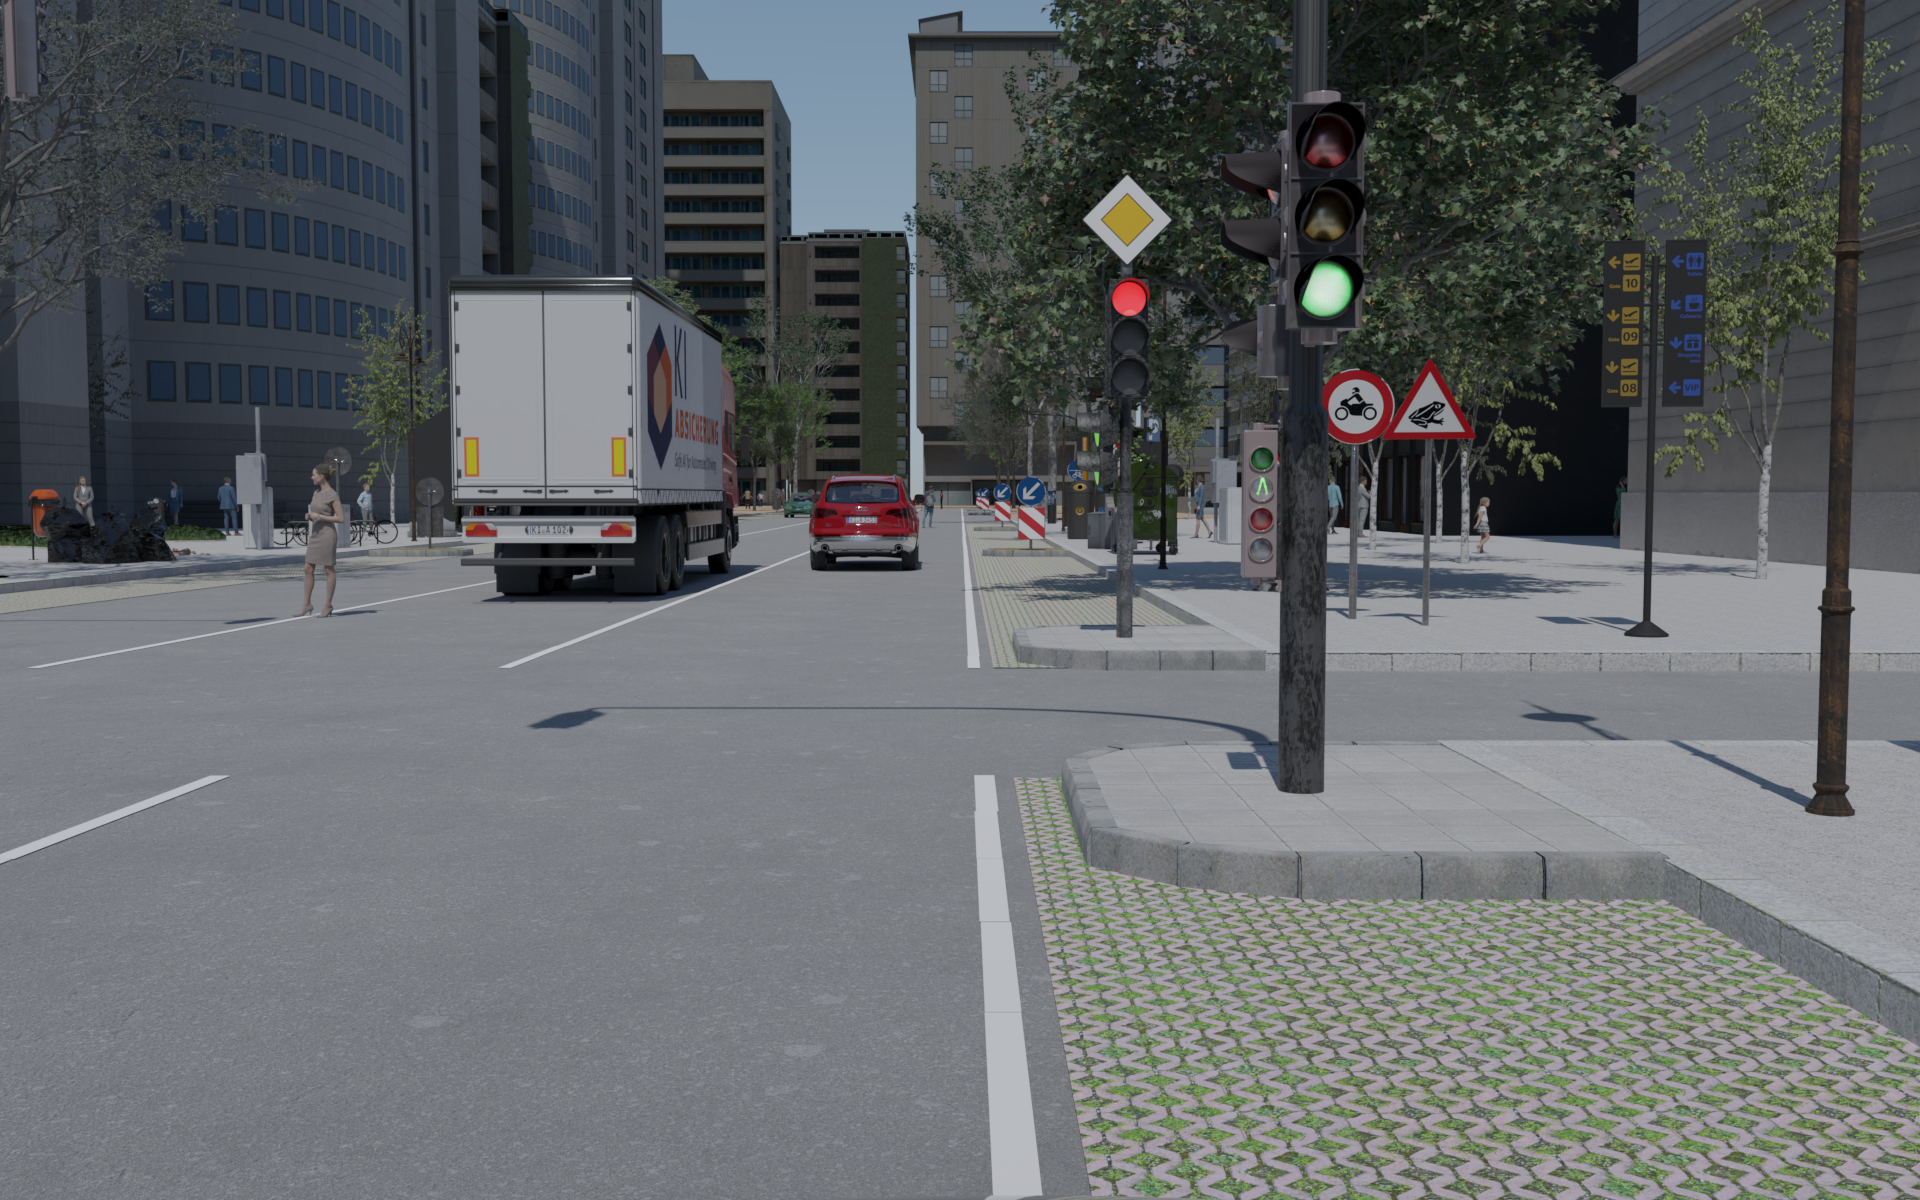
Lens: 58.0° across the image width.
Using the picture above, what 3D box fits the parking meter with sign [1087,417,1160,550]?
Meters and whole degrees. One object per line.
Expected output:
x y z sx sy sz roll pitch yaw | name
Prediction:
3.736 -2.678 40.049 1.738 3.016 0.543 3 5 40 | parking meter with sign

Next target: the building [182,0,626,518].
-36.195 -35.271 118.684 21.231 58.520 28.212 0 3 0 | building

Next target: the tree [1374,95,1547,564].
9.308 -4.959 31.434 4.737 8.622 4.395 0 3 0 | tree

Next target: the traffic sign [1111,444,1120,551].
3.410 -2.366 38.685 0.884 2.594 0.081 0 4 1 | traffic sign

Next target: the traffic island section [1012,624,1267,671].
1.493 0.414 15.505 2.009 0.180 2.903 0 3 0 | traffic island section

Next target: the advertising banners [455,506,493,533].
-15.933 -3.728 57.133 2.074 3.025 0.090 0 4 5 | advertising banners

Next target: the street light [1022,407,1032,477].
3.497 -7.180 90.185 0.468 5.910 1.993 0 3 0 | street light

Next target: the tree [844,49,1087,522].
3.057 -13.511 76.799 12.611 20.169 13.585 0 3 0 | tree

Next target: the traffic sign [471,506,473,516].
-15.152 -3.595 52.643 2.265 3.308 0.079 0 4 4 | traffic sign

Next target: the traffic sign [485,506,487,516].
-17.203 -3.830 62.724 0.768 2.556 0.104 1 4 9 | traffic sign

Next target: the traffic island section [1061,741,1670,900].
1.490 0.903 7.520 2.009 0.180 2.903 0 3 0 | traffic island section

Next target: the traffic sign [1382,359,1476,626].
4.540 -1.029 16.822 0.884 2.594 0.081 0 4 6 | traffic sign

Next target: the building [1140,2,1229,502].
25.310 -36.593 140.295 21.231 58.520 28.212 0 3 0 | building

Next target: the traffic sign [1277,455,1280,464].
6.610 -2.297 37.559 0.884 2.594 0.081 0 4 7 | traffic sign

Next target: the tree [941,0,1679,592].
4.534 -6.464 22.693 9.611 12.733 9.660 0 3 0 | tree

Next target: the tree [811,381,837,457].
-14.850 -13.799 151.372 9.928 11.665 9.643 0 3 0 | tree

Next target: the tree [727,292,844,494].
-16.655 -18.782 162.966 12.611 20.169 13.585 0 3 0 | tree

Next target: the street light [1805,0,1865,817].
3.501 -2.080 6.789 0.468 5.910 1.993 0 3 0 | street light

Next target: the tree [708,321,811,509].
-15.928 -10.913 104.179 9.928 11.665 9.643 0 3 0 | tree

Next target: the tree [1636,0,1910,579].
12.024 -4.631 26.084 4.737 8.622 4.395 0 3 0 | tree

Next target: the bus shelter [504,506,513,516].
-17.699 -5.011 73.207 1.731 3.624 6.357 0 3 0 | bus shelter

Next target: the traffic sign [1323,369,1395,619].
4.032 -1.077 17.709 0.768 2.556 0.104 1 4 10 | traffic sign

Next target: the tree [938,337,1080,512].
3.439 -13.207 126.306 12.009 13.543 11.850 0 3 0 | tree

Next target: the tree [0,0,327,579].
-14.953 -7.065 25.875 12.009 13.543 11.850 0 3 0 | tree

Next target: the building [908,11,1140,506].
8.236 -37.271 198.623 27.495 52.752 28.713 0 3 0 | building

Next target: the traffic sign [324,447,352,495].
-16.760 -2.847 46.655 0.768 2.556 0.104 0 4 4 | traffic sign

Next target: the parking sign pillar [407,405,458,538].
-15.694 -3.850 51.412 1.447 3.967 1.447 -1 4 -17 | parking sign pillar

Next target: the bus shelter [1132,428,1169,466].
6.424 -4.382 62.921 1.731 3.624 6.357 0 3 0 | bus shelter

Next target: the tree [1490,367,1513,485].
12.489 -5.767 44.648 4.360 8.622 3.978 0 3 0 | tree

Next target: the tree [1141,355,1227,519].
11.444 -8.415 87.940 4.737 8.622 4.395 0 3 0 | tree

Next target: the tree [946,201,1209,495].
3.925 -7.159 51.467 7.601 10.594 8.767 2 4 34 | tree

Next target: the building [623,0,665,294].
-36.487 -43.211 144.754 20.611 71.187 20.563 0 3 0 | building

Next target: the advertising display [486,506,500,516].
-17.372 -3.618 64.361 0.123 1.923 0.974 -3 5 -39 | advertising display

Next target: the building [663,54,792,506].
-30.420 -34.951 195.150 21.600 48.544 21.300 0 3 0 | building

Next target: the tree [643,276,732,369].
-15.394 -10.547 90.567 7.486 12.596 7.792 0 3 0 | tree

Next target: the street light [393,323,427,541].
-14.800 -4.526 46.785 0.468 5.910 1.993 0 3 0 | street light

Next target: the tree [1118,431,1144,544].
4.234 -3.075 44.876 1.663 3.219 1.824 0 3 0 | tree

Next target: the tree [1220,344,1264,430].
11.406 -6.953 64.036 4.360 8.622 3.978 0 3 0 | tree

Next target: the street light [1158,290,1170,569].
3.463 -3.461 29.383 0.468 5.910 1.993 0 3 0 | street light

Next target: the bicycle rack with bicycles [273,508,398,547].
-15.839 -1.835 43.378 2.925 0.926 2.852 0 4 -4 | bicycle rack with bicycles

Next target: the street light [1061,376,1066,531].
3.568 -5.308 59.581 0.468 5.910 1.993 0 3 0 | street light

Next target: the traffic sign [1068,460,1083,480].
4.347 -3.901 63.880 0.768 2.556 0.104 0 4 1 | traffic sign

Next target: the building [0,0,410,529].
-35.201 -32.577 74.636 21.231 58.520 28.212 0 3 0 | building

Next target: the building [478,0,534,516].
-32.932 -19.983 98.418 14.160 30.474 14.107 0 3 0 | building

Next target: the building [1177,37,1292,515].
31.068 -25.850 114.529 32.217 40.220 23.993 0 3 0 | building

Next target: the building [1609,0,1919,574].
26.457 -15.012 32.838 23.554 28.519 14.401 0 3 0 | building

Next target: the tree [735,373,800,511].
-15.457 -12.104 132.317 7.601 10.594 8.767 -3 5 -44 | tree

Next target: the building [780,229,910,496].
-12.568 -25.695 191.812 14.107 30.474 14.160 0 3 0 | building

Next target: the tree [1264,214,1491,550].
9.463 -5.468 39.770 4.360 8.622 3.978 0 3 0 | tree

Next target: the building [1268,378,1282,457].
23.016 -13.146 82.390 16.820 18.784 16.811 0 3 0 | building

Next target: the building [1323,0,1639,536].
20.499 -14.096 60.150 12.332 23.373 15.834 0 3 0 | building

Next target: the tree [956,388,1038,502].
3.633 -14.756 167.023 9.928 11.665 9.643 0 3 0 | tree
